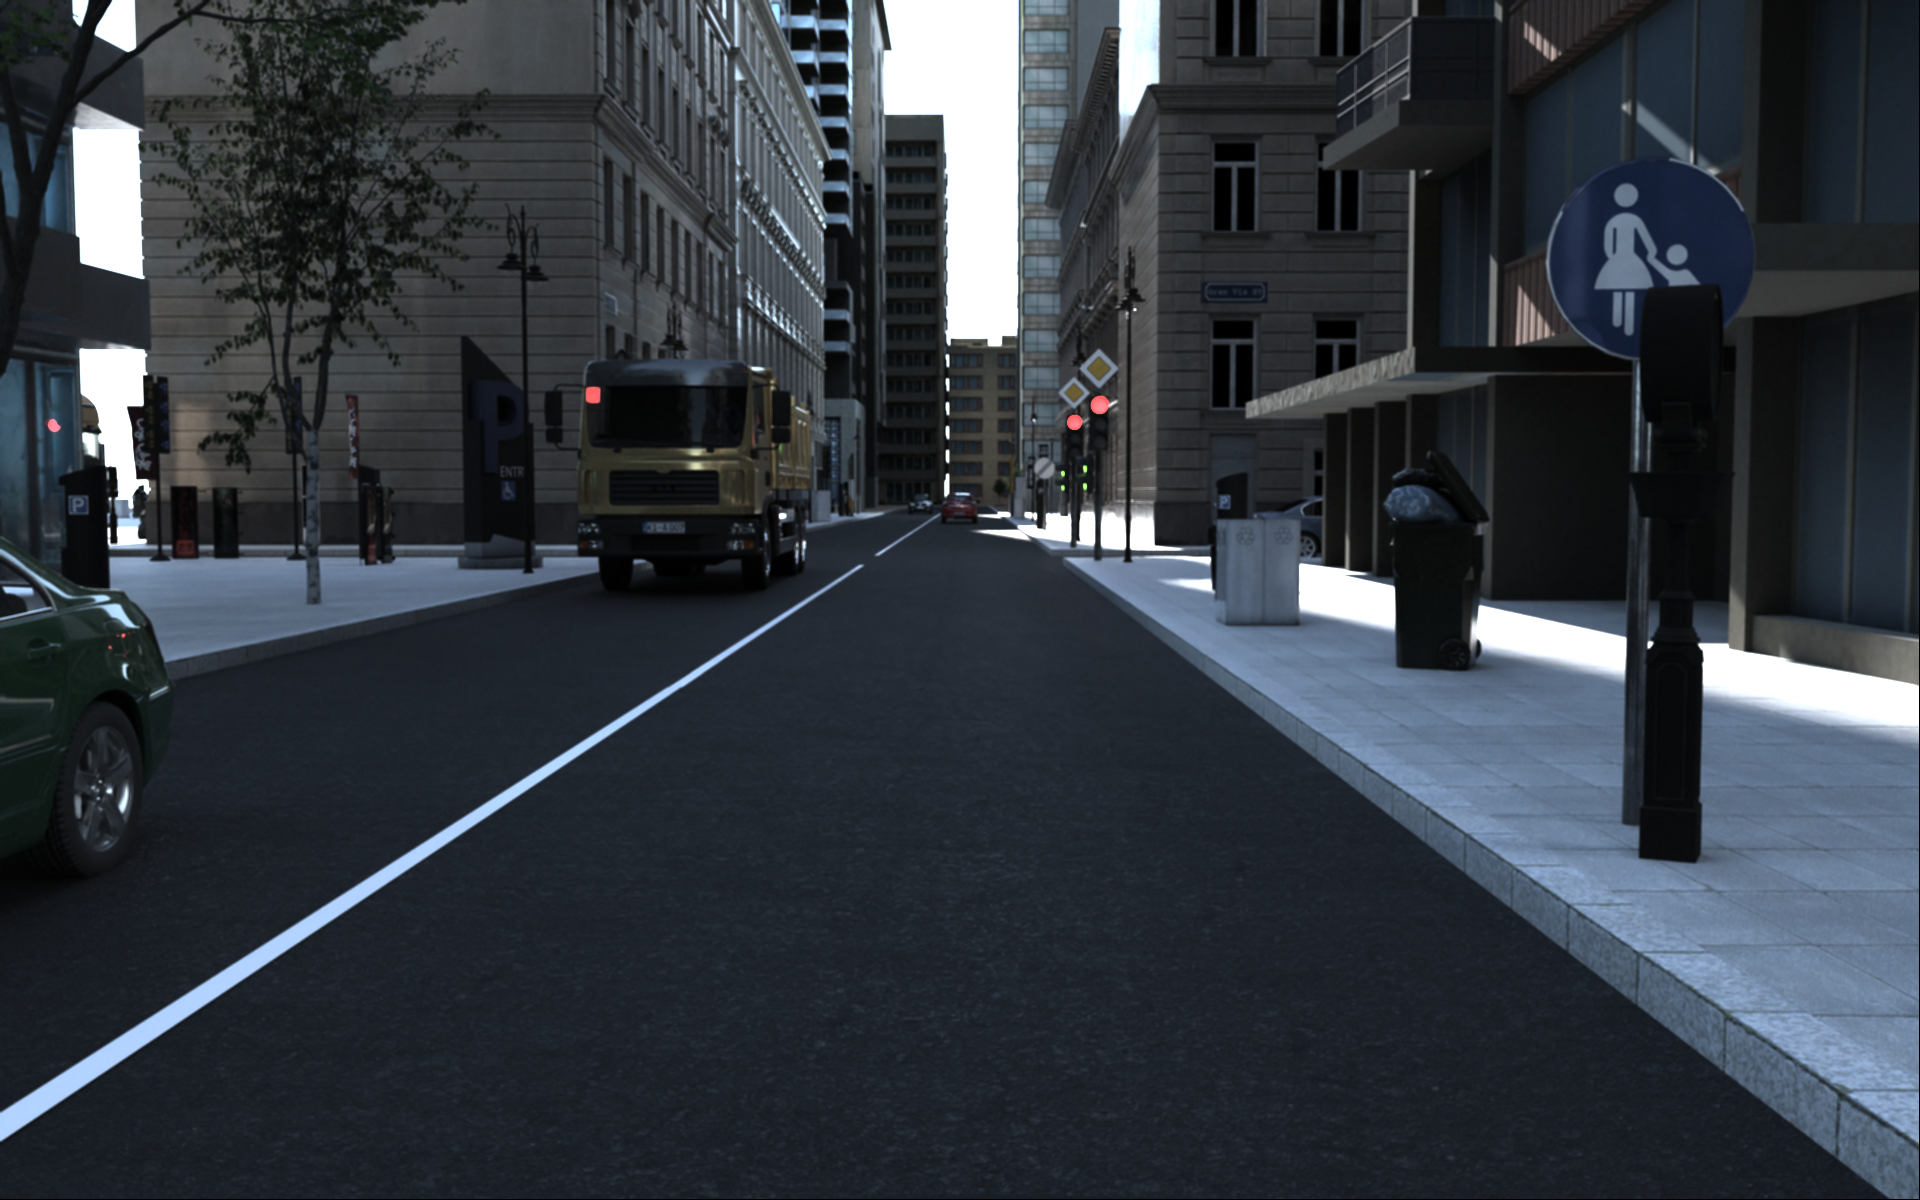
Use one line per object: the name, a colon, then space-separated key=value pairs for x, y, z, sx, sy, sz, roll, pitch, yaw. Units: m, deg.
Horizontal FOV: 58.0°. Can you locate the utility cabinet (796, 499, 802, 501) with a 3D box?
utility cabinet: x=-7.536 y=-4.294 z=81.375 sx=0.306 sy=1.237 sz=1.020 roll=0 pitch=4 yaw=-1

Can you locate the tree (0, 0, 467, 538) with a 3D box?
tree: x=-7.702 y=-5.376 z=13.651 sx=9.928 sy=11.665 sz=9.643 roll=0 pitch=3 yaw=0

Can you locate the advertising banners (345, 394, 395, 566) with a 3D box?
advertising banners: x=-10.665 y=-2.148 z=31.311 sx=0.090 sy=3.025 sz=2.074 roll=0 pitch=4 yaw=3

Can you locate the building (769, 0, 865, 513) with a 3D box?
building: x=-18.149 y=-50.011 z=130.346 sx=22.319 sy=86.520 sz=31.000 roll=0 pitch=4 yaw=0

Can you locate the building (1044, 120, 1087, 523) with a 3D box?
building: x=10.023 y=-15.021 z=96.507 sx=10.553 sy=20.767 sz=40.483 roll=0 pitch=4 yaw=0

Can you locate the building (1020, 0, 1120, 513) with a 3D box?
building: x=11.340 y=-26.994 z=124.945 sx=14.154 sy=41.232 sz=14.086 roll=0 pitch=4 yaw=0

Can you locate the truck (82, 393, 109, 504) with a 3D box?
truck: x=-24.211 y=-3.010 z=38.123 sx=11.283 sy=4.237 sz=2.839 roll=0 pitch=3 yaw=0

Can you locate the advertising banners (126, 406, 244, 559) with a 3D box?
advertising banners: x=-15.329 y=-2.329 z=34.266 sx=2.074 sy=3.025 sz=0.090 roll=-1 pitch=4 yaw=-16

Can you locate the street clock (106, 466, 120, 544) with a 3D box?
street clock: x=-21.749 y=-2.440 z=44.462 sx=0.358 sy=2.002 sz=0.471 roll=-2 pitch=4 yaw=-32

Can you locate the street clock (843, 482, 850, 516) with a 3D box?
street clock: x=-6.508 y=-5.852 z=100.247 sx=0.471 sy=2.002 sz=0.358 roll=-2 pitch=4 yaw=-34

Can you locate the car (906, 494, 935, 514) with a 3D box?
car: x=-2.811 y=-6.958 z=123.547 sx=2.009 sy=1.686 sz=4.222 roll=0 pitch=4 yaw=-1

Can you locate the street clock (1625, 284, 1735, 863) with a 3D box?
street clock: x=2.516 y=-0.092 z=6.076 sx=0.358 sy=2.002 sz=0.471 roll=2 pitch=4 yaw=28

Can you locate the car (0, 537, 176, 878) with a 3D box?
car: x=-4.101 y=0.406 z=5.165 sx=2.131 sy=1.459 sz=4.920 roll=0 pitch=4 yaw=-1

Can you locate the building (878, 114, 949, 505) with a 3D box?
building: x=-12.275 y=-35.947 z=211.438 sx=21.600 sy=48.544 sz=21.300 roll=0 pitch=4 yaw=0

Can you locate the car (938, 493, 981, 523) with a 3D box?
car: x=-0.038 y=-4.709 z=86.040 sx=2.155 sy=1.783 sz=4.494 roll=0 pitch=4 yaw=0

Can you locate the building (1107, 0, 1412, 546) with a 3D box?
building: x=16.933 y=-15.303 z=47.468 sx=25.104 sy=27.353 sz=12.463 roll=0 pitch=4 yaw=0

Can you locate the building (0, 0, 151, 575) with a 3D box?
building: x=-26.968 y=-24.316 z=17.184 sx=30.456 sy=49.044 sz=23.786 roll=0 pitch=4 yaw=0

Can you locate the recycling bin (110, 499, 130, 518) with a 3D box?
recycling bin: x=-45.026 y=-4.910 z=92.825 sx=0.722 sy=1.027 sz=0.722 roll=0 pitch=4 yaw=7

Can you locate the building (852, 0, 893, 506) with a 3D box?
building: x=-21.221 y=-35.932 z=176.726 sx=27.495 sy=52.752 sz=28.713 roll=0 pitch=4 yaw=0

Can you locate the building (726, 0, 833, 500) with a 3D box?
building: x=-16.622 y=-19.186 z=90.108 sx=17.030 sy=29.872 sz=44.131 roll=0 pitch=4 yaw=0

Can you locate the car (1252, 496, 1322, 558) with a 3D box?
car: x=8.475 y=-1.540 z=37.182 sx=4.499 sy=1.417 sz=2.014 roll=0 pitch=4 yaw=0

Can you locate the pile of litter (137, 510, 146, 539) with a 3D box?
pile of litter: x=-23.028 y=-2.186 z=49.707 sx=1.176 sy=0.858 sz=1.719 roll=0 pitch=4 yaw=-3

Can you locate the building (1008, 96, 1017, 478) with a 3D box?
building: x=16.980 y=-34.016 z=175.768 sx=23.786 sy=49.044 sz=30.456 roll=0 pitch=4 yaw=0

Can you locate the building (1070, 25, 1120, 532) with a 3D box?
building: x=9.986 y=-12.300 z=65.732 sx=10.561 sy=19.102 sz=19.286 roll=0 pitch=4 yaw=0

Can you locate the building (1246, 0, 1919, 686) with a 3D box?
building: x=16.001 y=-22.163 z=16.993 sx=22.147 sy=44.769 sz=28.867 roll=0 pitch=4 yaw=0

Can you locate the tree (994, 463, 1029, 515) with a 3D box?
tree: x=3.544 y=-7.312 z=114.145 sx=1.663 sy=3.219 sz=1.824 roll=0 pitch=3 yaw=0

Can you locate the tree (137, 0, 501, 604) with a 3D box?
tree: x=-7.557 y=-4.276 z=20.268 sx=4.360 sy=8.622 sz=3.978 roll=0 pitch=3 yaw=0

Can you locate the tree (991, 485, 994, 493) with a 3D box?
tree: x=4.601 y=-12.203 z=194.119 sx=1.663 sy=3.219 sz=1.824 roll=0 pitch=3 yaw=0

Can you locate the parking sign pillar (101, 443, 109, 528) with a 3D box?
parking sign pillar: x=-33.104 y=-4.754 z=66.200 sx=1.447 sy=3.967 sz=1.447 roll=3 pitch=5 yaw=45

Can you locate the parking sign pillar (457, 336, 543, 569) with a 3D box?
parking sign pillar: x=-8.010 y=-2.545 z=30.091 sx=1.447 sy=3.967 sz=1.447 roll=2 pitch=4 yaw=30

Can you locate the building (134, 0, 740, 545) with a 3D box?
building: x=-14.661 y=-15.758 z=54.912 sx=12.463 sy=27.353 sz=25.104 roll=0 pitch=4 yaw=0

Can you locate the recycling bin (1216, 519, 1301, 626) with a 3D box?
recycling bin: x=2.953 y=-0.283 z=17.187 sx=0.722 sy=1.027 sz=0.722 roll=0 pitch=4 yaw=0

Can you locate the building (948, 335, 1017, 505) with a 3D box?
building: x=13.178 y=-22.627 z=214.994 sx=28.899 sy=21.520 sz=27.650 roll=0 pitch=4 yaw=0

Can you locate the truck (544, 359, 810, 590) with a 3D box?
truck: x=-4.113 y=-1.966 z=28.075 sx=3.469 sy=3.379 sz=9.791 roll=0 pitch=3 yaw=0

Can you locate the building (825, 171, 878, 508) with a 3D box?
building: x=-14.782 y=-23.416 z=154.549 sx=14.160 sy=30.474 sz=14.107 roll=0 pitch=4 yaw=0

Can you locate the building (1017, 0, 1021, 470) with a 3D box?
building: x=15.312 y=-36.912 z=145.503 sx=21.231 sy=58.520 sz=28.212 roll=0 pitch=4 yaw=0
